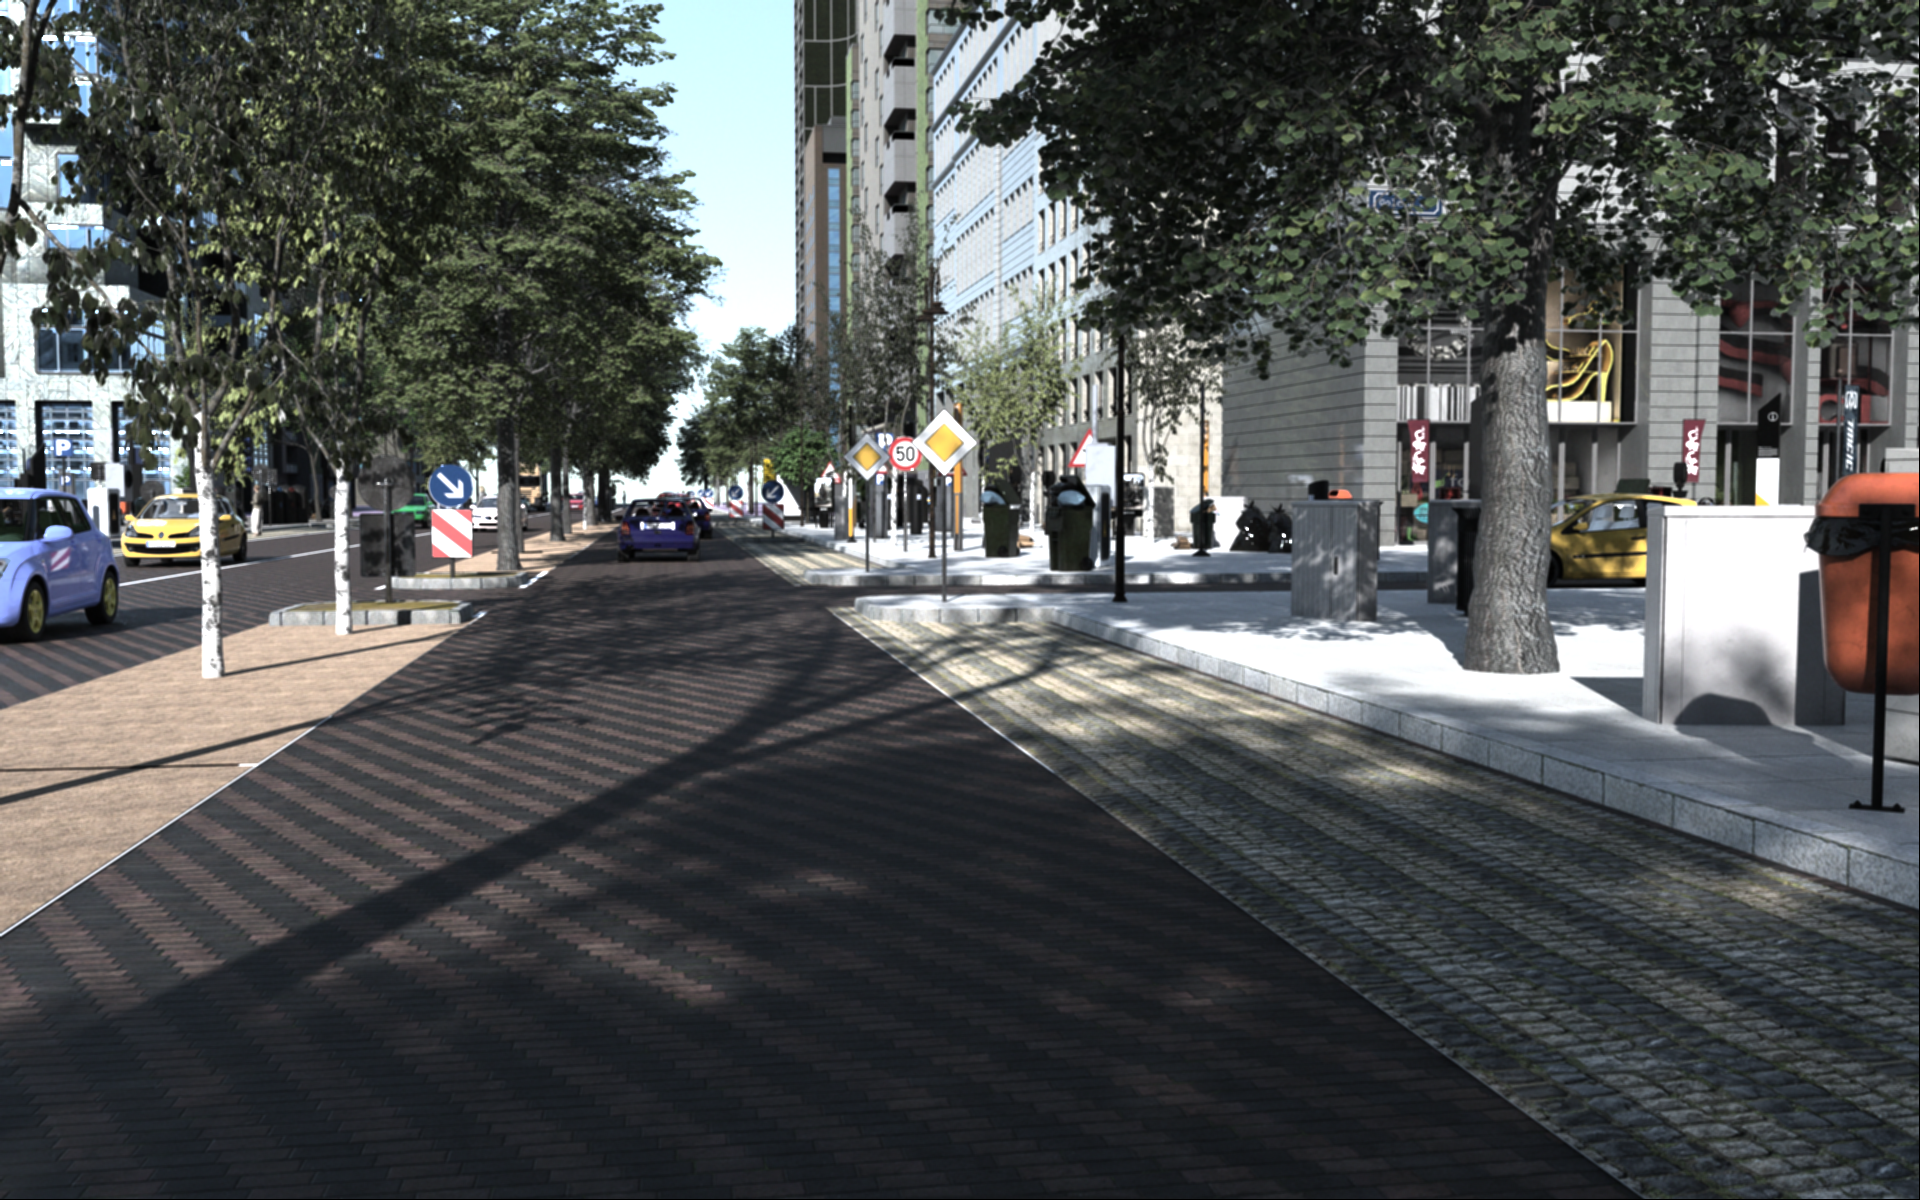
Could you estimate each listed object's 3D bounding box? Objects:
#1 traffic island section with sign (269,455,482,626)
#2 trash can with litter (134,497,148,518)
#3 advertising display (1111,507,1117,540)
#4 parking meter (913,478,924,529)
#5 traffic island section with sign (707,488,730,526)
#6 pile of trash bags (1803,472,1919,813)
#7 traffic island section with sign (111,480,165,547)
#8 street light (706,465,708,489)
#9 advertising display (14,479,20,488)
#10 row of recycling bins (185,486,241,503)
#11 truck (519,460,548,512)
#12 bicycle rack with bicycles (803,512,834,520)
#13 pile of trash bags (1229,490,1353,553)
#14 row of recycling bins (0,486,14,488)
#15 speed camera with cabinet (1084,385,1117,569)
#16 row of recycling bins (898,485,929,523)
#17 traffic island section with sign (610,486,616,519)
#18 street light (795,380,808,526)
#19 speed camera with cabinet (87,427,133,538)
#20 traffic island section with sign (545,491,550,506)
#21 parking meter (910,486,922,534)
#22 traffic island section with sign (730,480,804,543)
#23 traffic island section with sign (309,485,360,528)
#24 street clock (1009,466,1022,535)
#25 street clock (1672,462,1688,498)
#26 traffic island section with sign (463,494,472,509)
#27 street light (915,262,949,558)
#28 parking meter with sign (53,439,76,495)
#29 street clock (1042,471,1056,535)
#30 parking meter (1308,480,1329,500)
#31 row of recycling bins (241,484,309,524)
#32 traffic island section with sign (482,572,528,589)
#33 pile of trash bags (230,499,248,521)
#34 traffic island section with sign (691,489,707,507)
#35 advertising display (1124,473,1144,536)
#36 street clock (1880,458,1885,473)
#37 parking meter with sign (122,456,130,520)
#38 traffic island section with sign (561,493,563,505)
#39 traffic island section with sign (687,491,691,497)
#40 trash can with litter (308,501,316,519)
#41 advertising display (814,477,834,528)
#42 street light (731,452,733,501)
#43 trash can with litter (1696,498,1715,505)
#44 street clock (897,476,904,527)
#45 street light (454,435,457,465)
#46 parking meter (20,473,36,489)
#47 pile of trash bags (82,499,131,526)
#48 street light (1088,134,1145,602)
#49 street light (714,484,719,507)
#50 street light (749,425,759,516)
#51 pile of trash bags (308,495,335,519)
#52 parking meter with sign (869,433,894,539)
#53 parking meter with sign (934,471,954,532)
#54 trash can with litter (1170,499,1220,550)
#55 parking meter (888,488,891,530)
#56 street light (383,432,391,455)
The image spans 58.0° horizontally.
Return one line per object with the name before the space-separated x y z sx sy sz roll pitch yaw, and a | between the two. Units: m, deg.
traffic island section with sign | -6.635 -0.711 19.765 2.006 1.907 1.989 -1 4 -10
trash can with litter | -29.788 -3.163 63.108 0.624 1.170 1.055 -1 4 -15
advertising display | 3.980 -2.595 47.636 0.123 1.923 0.974 3 5 40
parking meter | -1.525 -3.526 63.362 0.399 1.863 0.255 -1 4 -10
traffic island section with sign | -10.175 -4.218 77.587 1.989 1.847 2.006 -1 4 -10
pile of trash bags | 5.070 0.198 6.517 3.447 1.369 1.912 2 4 30
traffic island section with sign | -22.287 -2.384 47.604 1.989 1.847 2.006 -1 4 -10
street light | -32.940 -15.483 225.941 0.468 5.910 1.993 -1 4 -10
advertising display | -40.257 -4.219 74.196 0.123 1.923 0.974 -1 4 -10
row of recycling bins | -38.182 -4.974 88.446 3.534 1.692 1.069 1 4 19
truck | -35.548 -9.416 142.867 2.839 4.237 11.283 -1 4 -11
bicycle rack with bicycles | -7.495 -4.538 87.573 2.925 0.926 2.852 -2 4 -32
pile of trash bags | 7.470 -1.731 38.056 1.912 1.369 3.447 -2 4 -26
row of recycling bins | -50.582 -5.208 92.265 1.069 1.692 3.534 0 4 2
speed camera with cabinet | 2.423 -2.225 30.715 0.660 3.252 2.038 1 4 17
row of recycling bins | -2.460 -4.340 78.076 1.069 1.692 3.534 -2 4 -26
traffic island section with sign | -20.431 -5.689 101.154 2.006 1.907 1.989 -1 4 -10
street light | -6.266 -5.858 68.563 0.468 5.910 1.993 -1 4 -10
speed camera with cabinet | -24.883 -3.449 50.733 0.660 3.252 2.038 0 4 -6
traffic island section with sign | -48.932 -11.998 204.795 1.989 1.847 2.006 -1 4 -10
parking meter | -1.401 -2.860 55.179 0.372 1.533 0.369 0 3 0
traffic island section with sign | -5.661 -2.592 51.011 1.989 1.847 2.006 -1 4 -10
traffic island section with sign | -26.882 -4.039 74.670 1.989 1.847 2.006 -1 4 -10
street clock | 1.404 -2.428 44.274 0.358 2.002 0.471 -1 4 -10
street clock | 16.504 -2.150 39.721 0.358 2.002 0.471 2 4 32
traffic island section with sign | -35.298 -7.073 124.268 1.989 1.847 2.006 -1 4 -10
street light | -0.561 -3.784 34.662 0.468 5.910 1.993 -1 4 -10
parking meter with sign | -28.686 -3.636 55.701 0.543 3.016 1.738 -1 4 -20
street clock | 2.764 -3.027 54.055 0.358 2.002 0.471 -2 4 -31
parking meter | 6.661 -1.456 32.220 0.372 1.533 0.369 0 3 0
row of recycling bins | -29.417 -4.144 74.861 1.069 1.692 3.534 1 4 11
traffic island section with sign | -7.863 -1.158 27.070 2.006 1.907 1.989 -1 4 -10
pile of trash bags | -34.955 -4.338 80.681 3.447 1.369 1.912 1 4 14
traffic island section with sign | -18.460 -7.207 126.462 1.989 1.847 2.006 -1 4 -10
advertising display | 5.155 -2.925 53.043 0.974 1.923 0.123 0 4 4
street clock | 17.932 -1.760 33.349 0.358 2.002 0.471 0 4 0
parking meter with sign | -37.933 -5.022 78.366 1.738 3.016 0.543 2 4 26
traffic island section with sign | -53.511 -13.645 231.723 1.989 1.847 2.006 -1 4 -10
traffic island section with sign | -23.045 -8.859 153.476 1.989 1.847 2.006 -1 4 -10
trash can with litter | -32.958 -4.657 87.526 1.055 1.170 0.624 -3 5 -42
advertising display | -5.120 -3.673 65.264 0.974 1.923 0.123 3 5 40
street light | -18.870 -10.408 142.960 0.468 5.910 1.993 -1 4 -10
trash can with litter | 14.285 -1.398 33.915 2.233 1.210 1.678 -3 4 -36
street clock | -2.353 -3.878 67.971 0.358 2.002 0.471 2 4 27
street light | -39.179 -9.899 134.637 0.468 5.910 1.993 -1 4 -10
parking meter | -26.368 -2.650 49.042 0.255 1.863 0.399 0 4 5
pile of trash bags | -34.671 -3.686 70.019 1.912 1.369 3.447 1 4 8
street light | 1.906 -2.917 20.482 0.468 5.910 1.993 -1 4 -10
street light | -27.098 -13.381 191.563 0.468 5.910 1.993 -1 4 -10
street light | -13.163 -8.344 109.217 0.468 5.910 1.993 -1 4 -10
pile of trash bags | -33.676 -4.866 89.319 3.447 1.369 1.912 -2 4 -30
parking meter with sign | -2.343 -3.298 50.189 0.543 3.016 1.738 -1 4 -14
parking meter with sign | -0.486 -3.818 58.686 0.543 3.016 1.738 -1 4 -20
trash can with litter | 5.452 -1.762 40.193 1.055 1.170 0.624 -1 4 -22
parking meter | -2.514 -3.237 61.334 0.372 1.533 0.369 0 3 0
street light | -33.414 -7.833 100.861 0.468 5.910 1.993 -1 4 -10
